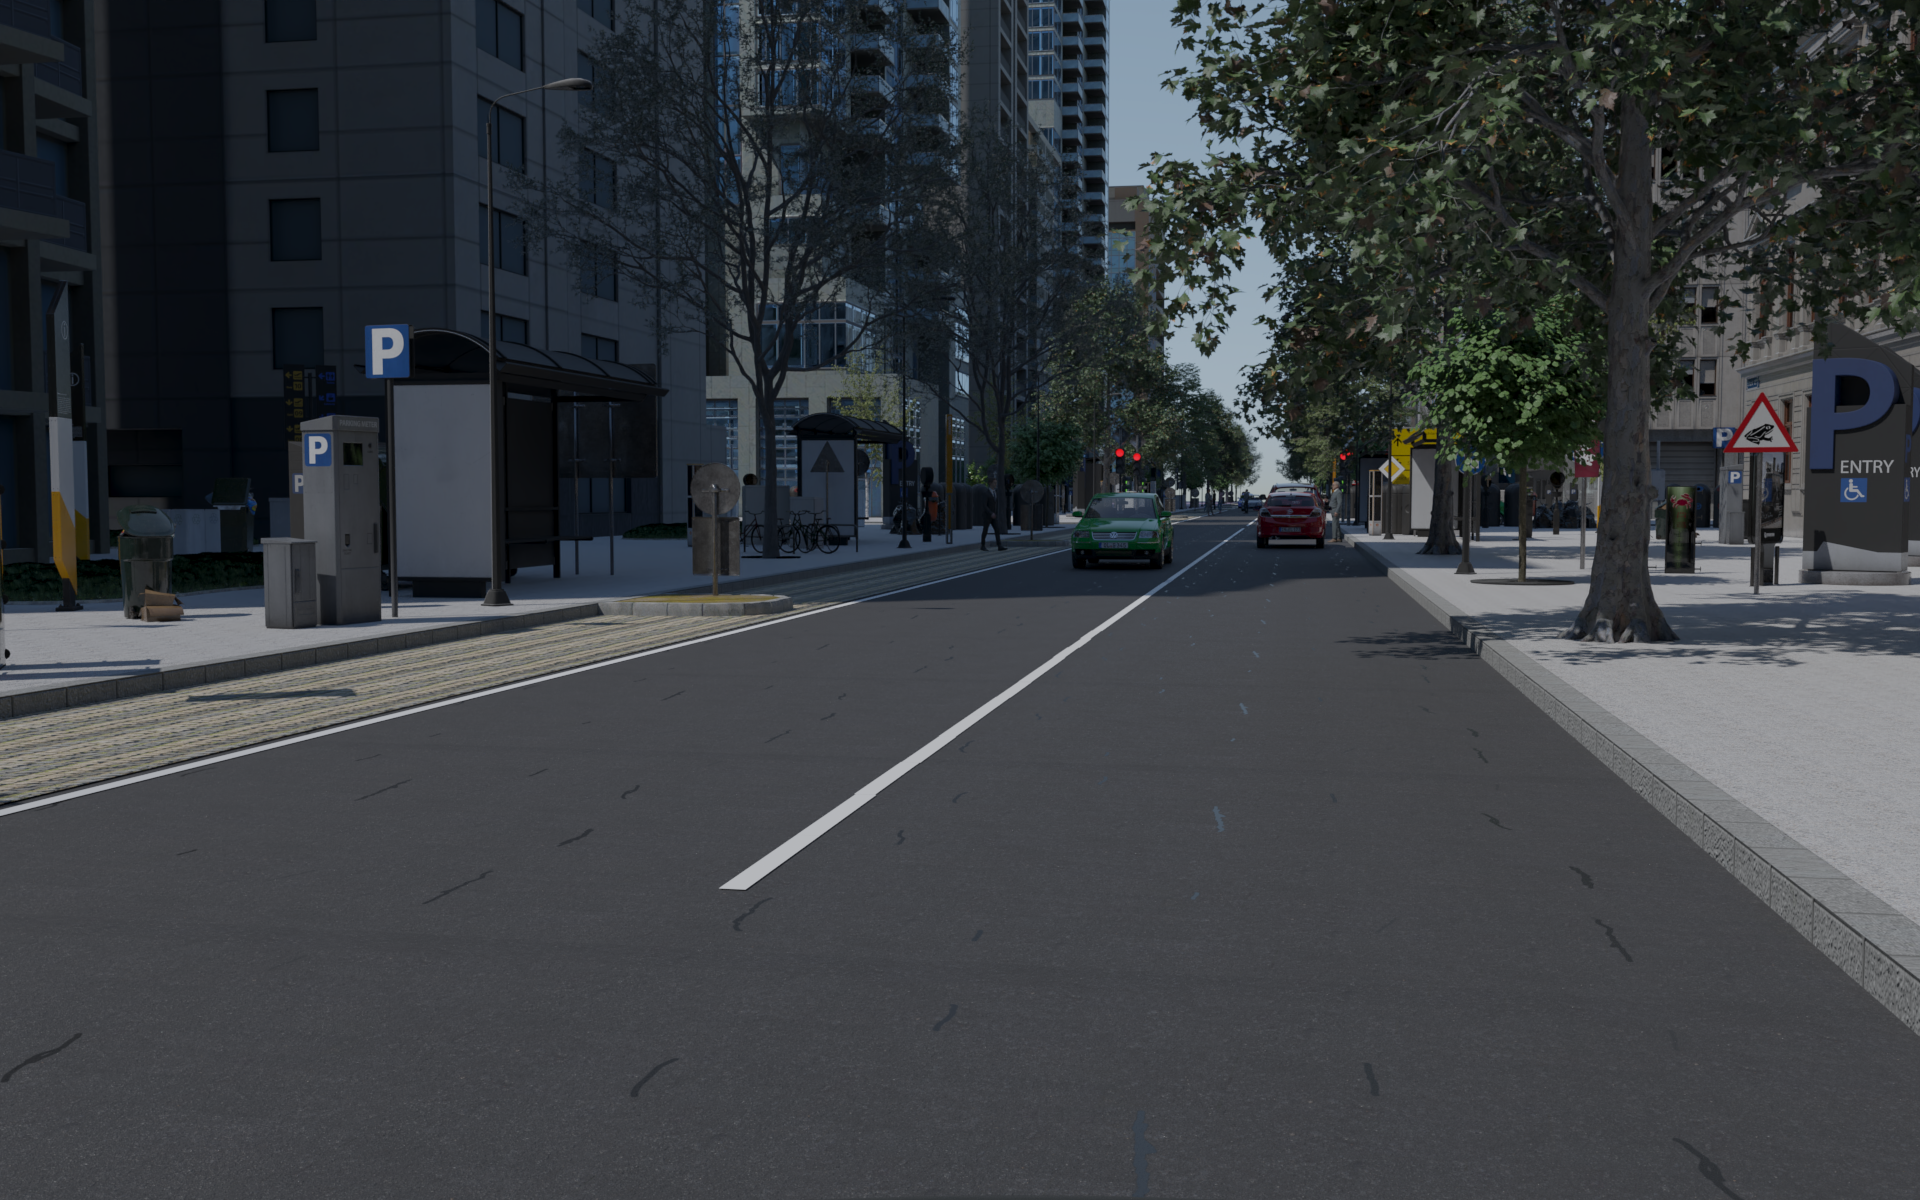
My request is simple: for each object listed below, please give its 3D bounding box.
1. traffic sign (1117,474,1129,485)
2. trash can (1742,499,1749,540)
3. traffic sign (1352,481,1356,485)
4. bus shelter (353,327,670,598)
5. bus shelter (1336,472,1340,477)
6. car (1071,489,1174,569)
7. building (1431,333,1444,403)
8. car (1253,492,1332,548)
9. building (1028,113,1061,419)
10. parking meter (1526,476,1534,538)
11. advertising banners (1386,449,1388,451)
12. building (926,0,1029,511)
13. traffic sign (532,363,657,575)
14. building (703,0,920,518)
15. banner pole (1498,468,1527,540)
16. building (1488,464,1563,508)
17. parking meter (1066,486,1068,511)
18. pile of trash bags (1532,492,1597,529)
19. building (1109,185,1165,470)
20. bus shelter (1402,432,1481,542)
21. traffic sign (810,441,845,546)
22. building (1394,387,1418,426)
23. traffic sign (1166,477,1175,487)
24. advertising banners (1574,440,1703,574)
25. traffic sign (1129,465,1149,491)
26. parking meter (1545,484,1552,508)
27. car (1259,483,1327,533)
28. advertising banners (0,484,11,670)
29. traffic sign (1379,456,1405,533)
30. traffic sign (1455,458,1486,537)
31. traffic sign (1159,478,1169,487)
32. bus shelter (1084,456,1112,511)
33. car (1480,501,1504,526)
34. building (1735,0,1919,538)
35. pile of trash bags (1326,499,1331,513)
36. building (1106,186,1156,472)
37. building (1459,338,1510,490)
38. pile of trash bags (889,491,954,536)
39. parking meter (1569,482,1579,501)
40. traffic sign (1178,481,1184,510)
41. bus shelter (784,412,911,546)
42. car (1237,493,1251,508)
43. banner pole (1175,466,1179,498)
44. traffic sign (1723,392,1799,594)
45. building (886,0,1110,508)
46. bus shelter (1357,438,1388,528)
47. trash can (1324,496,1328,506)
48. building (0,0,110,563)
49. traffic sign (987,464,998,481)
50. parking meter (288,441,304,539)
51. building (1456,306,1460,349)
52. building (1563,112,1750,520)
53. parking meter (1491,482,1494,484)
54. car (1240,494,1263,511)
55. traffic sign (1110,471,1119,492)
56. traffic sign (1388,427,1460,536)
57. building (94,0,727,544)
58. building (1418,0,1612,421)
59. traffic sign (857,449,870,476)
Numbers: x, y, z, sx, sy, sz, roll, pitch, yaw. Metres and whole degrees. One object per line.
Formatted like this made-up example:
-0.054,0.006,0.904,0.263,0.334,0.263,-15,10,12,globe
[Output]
9.141,-5.927,97.019,0.768,2.556,0.104,1,4,14,traffic sign
22.324,-2.286,49.033,0.748,1.137,0.748,0,3,0,trash can
22.418,-6.097,99.688,0.884,2.594,0.081,1,4,14,traffic sign
-5.917,-1.828,23.813,2.014,3.302,5.546,1,4,11,bus shelter
32.923,-9.378,147.255,2.014,3.302,5.546,1,4,11,bus shelter
3.293,-1.584,34.689,1.959,1.807,4.718,1,4,10,car
55.843,-32.187,176.363,14.600,45.320,14.200,1,4,11,building
9.065,-2.340,47.295,2.155,1.783,4.494,1,4,12,car
-3.846,-29.271,170.465,32.217,40.220,23.993,1,4,11,building
16.605,-2.757,50.796,0.255,1.863,0.399,-1,4,-13,parking meter
16.335,-4.261,65.862,0.090,3.025,2.074,0,4,6,advertising banners
-3.025,-42.976,140.902,20.563,71.187,20.611,1,4,11,building
-5.801,-2.051,27.401,2.265,3.308,0.079,1,4,20,traffic sign
-11.302,-48.623,107.661,22.319,86.520,31.000,1,4,11,building
15.411,-3.564,48.284,0.863,3.779,0.401,3,4,36,banner pole
43.098,-19.509,112.478,14.314,27.812,24.014,1,4,11,building
7.717,-7.406,126.794,0.399,1.863,0.255,2,4,26,parking meter
22.140,-3.358,64.650,3.447,1.369,1.912,-3,4,-36,pile of trash bags
21.003,-39.852,275.280,21.300,48.544,21.600,1,4,11,building
13.690,-3.369,49.009,2.014,3.302,5.546,1,4,11,bus shelter
-3.263,-2.601,42.536,0.884,2.594,0.081,1,4,14,traffic sign
72.688,-35.592,265.531,14.154,41.232,14.086,1,4,11,building
15.572,-7.854,128.524,0.768,2.556,0.104,1,4,16,traffic sign
10.896,-1.946,28.011,2.074,3.025,0.090,1,4,17,advertising banners
12.365,-7.929,123.513,2.265,3.308,0.079,1,4,20,traffic sign
33.989,-5.770,100.052,0.399,1.863,0.255,1,4,14,parking meter
11.380,-3.084,59.101,2.281,1.827,5.304,1,4,9,car
-6.785,-0.967,12.002,0.090,3.025,2.074,-2,4,-23,advertising banners
13.048,-3.132,52.389,0.795,2.450,0.064,1,4,12,traffic sign
13.421,-2.783,45.600,0.768,2.556,0.104,1,4,13,traffic sign
14.722,-7.692,125.763,0.884,2.594,0.081,1,4,14,traffic sign
8.733,-7.164,108.407,1.731,3.624,6.357,1,4,11,bus shelter
21.440,-4.002,74.234,4.718,1.807,1.959,1,4,9,car
28.620,-12.791,45.291,11.583,22.565,21.152,1,4,11,building
26.852,-6.692,119.160,1.912,1.369,3.447,-3,5,-44,pile of trash bags
21.495,-37.084,256.427,14.600,45.320,14.200,1,4,11,building
46.773,-18.017,136.382,13.314,21.916,24.055,1,4,11,building
-1.112,-2.753,54.761,1.912,1.369,3.447,-1,4,-10,pile of trash bags
30.272,-4.875,85.410,0.399,1.863,0.255,2,4,27,parking meter
17.857,-8.477,140.729,0.606,2.300,0.079,1,4,17,traffic sign
-2.867,-3.165,45.664,2.014,3.302,5.546,1,4,11,bus shelter
28.930,-10.085,174.474,1.945,1.707,3.694,1,4,13,car
17.294,-9.075,138.392,0.401,3.779,0.863,-1,4,-15,banner pole
10.242,-1.357,22.199,0.884,2.594,0.081,1,4,16,traffic sign
6.351,-53.971,195.091,22.319,86.520,31.000,1,4,11,building
15.182,-4.171,62.113,2.014,3.302,5.546,1,4,11,bus shelter
29.223,-7.696,137.477,0.748,1.137,0.748,0,3,0,trash can
-27.632,-22.586,23.909,22.147,44.769,28.867,1,4,11,building
1.498,-4.487,73.468,0.768,2.556,0.104,1,4,17,traffic sign
-7.216,-0.828,19.243,0.399,1.863,0.255,2,4,27,parking meter
52.699,-23.935,163.033,14.160,30.474,14.107,1,4,11,building
42.755,-16.609,89.579,19.932,24.808,12.078,1,4,11,building
23.145,-4.287,75.796,0.399,1.863,0.255,-2,4,-32,parking meter
24.635,-8.199,146.061,2.014,1.417,4.499,1,4,10,car
8.726,-5.960,97.547,0.768,2.556,0.104,1,4,14,traffic sign
14.109,-3.578,52.373,2.265,3.308,0.079,1,4,14,traffic sign
-20.515,-37.592,52.878,20.611,71.187,20.563,1,4,11,building
63.170,-40.038,196.624,21.231,58.520,28.212,1,4,11,building
-2.923,-2.993,49.034,0.768,2.556,0.104,1,4,15,traffic sign
